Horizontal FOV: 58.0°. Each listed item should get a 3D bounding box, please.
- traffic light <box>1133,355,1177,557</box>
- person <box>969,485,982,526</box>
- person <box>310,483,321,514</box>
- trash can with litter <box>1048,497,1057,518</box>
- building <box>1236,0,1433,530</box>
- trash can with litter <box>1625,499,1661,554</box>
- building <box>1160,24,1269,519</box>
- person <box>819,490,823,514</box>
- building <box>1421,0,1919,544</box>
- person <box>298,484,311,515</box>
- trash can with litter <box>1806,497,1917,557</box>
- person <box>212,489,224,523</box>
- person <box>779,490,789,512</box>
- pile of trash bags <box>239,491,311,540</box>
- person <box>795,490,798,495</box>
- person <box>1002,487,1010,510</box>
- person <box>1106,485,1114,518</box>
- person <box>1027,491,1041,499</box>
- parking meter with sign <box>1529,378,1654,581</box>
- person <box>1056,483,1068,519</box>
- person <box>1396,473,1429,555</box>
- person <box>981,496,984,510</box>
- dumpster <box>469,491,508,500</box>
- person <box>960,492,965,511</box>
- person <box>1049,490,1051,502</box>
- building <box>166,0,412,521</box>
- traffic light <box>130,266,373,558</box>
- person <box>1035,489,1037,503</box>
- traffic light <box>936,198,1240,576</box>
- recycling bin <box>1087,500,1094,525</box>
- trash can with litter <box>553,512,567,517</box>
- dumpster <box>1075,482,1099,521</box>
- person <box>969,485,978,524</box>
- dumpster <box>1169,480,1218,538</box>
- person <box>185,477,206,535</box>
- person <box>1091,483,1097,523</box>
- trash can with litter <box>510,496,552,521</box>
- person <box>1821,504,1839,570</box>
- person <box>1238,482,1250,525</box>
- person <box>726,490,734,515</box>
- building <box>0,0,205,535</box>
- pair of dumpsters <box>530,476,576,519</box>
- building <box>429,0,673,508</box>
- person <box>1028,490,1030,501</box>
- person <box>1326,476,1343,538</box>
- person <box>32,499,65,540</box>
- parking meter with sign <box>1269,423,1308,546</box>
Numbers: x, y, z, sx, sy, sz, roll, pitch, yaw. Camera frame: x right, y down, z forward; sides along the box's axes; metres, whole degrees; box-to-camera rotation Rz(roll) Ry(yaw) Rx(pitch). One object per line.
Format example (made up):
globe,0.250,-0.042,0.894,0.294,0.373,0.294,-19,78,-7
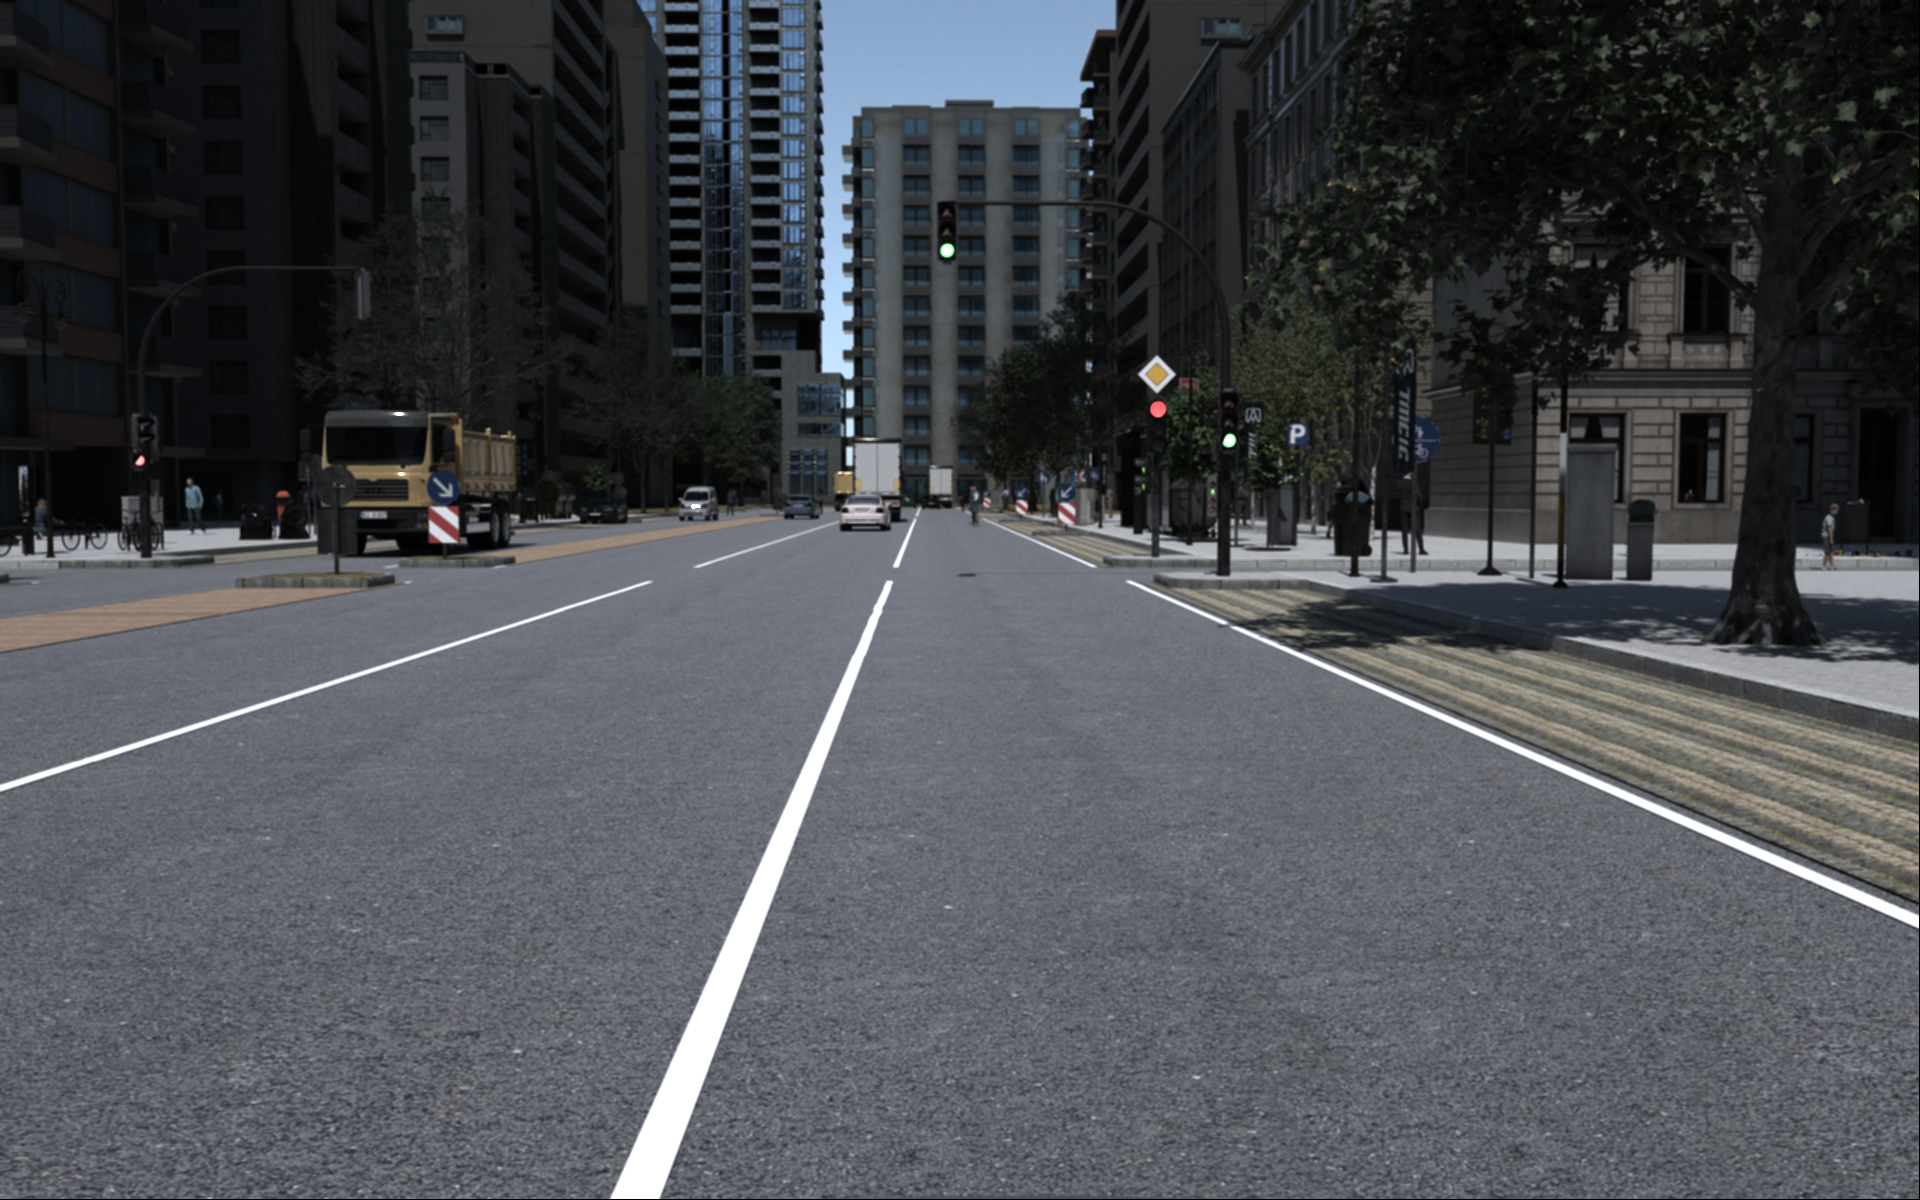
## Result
traffic light,3.949,-2.821,35.047,0.839,4.253,0.868,0,4,-1
person,0.689,-4.200,77.201,0.581,1.822,0.654,0,4,6
person,-28.556,-4.283,76.469,0.661,1.777,0.834,-1,4,-8
trash can with litter,5.391,-5.122,94.806,1.678,1.210,2.233,0,4,-1
building,20.096,-16.927,74.012,12.463,27.353,25.104,0,4,-1
trash can with litter,14.032,-1.482,35.619,0.624,1.170,1.055,2,4,27
building,19.908,-18.655,98.512,14.314,27.812,24.014,0,4,-1
person,-9.951,-6.964,123.037,0.721,1.739,1.217,0,4,-6
building,23.543,-11.252,48.595,19.286,19.102,10.561,0,4,-1
person,-28.440,-4.165,74.970,0.643,1.720,0.563,2,4,26
trash can with litter,18.802,-1.503,35.639,2.233,1.210,1.678,3,5,45
person,-32.918,-4.180,76.983,0.503,1.515,0.523,3,5,43
person,-14.104,-7.952,139.064,0.990,1.755,0.434,-1,4,-19
pile of trash bags,-19.799,-2.474,50.209,1.912,1.369,3.447,-1,4,-15
person,-11.627,-7.045,124.408,0.721,1.735,1.217,1,4,9
person,3.780,-8.378,142.887,0.709,1.838,0.599,-1,4,-13
person,7.975,-5.260,92.387,0.374,1.781,0.599,3,4,38
person,6.339,-8.678,147.945,1.348,1.822,0.705,-1,4,-23
parking meter with sign,9.458,-1.815,25.931,1.738,3.016,0.543,1,4,19
person,5.228,-5.099,89.278,0.638,1.841,0.748,0,4,-7
person,9.577,-1.916,36.729,0.648,1.900,0.474,3,5,40
person,1.900,-8.633,152.888,0.697,1.427,0.421,3,5,42
dumpster,-21.157,-4.578,77.350,1.502,2.255,1.985,0,4,-1
person,0.174,-8.136,142.987,0.415,1.643,0.593,0,4,4
person,9.327,-10.410,177.170,0.530,1.710,0.541,3,5,44
building,-36.313,-19.271,86.785,14.160,30.474,14.107,0,4,-1
traffic light,-14.218,-3.672,34.707,4.771,5.953,1.251,0,4,-1
person,7.684,-10.626,179.652,0.599,1.838,0.709,-1,4,-10
traffic light,2.018,-3.193,26.881,4.771,5.953,1.251,0,4,-1
recycling bin,5.160,-3.658,72.370,0.722,1.027,0.722,1,4,18
trash can with litter,-21.819,-5.095,94.685,0.624,1.170,1.055,1,4,18
dumpster,6.080,-4.751,83.439,1.264,1.857,1.865,0,4,-1
person,0.629,-4.547,82.654,0.447,1.846,0.655,-2,4,-25
dumpster,6.927,-2.780,51.210,1.264,1.857,1.865,0,4,-1
person,-24.207,-2.983,54.836,0.660,1.820,0.620,1,4,12
person,5.875,-4.340,77.335,0.599,1.781,0.374,-2,4,-27
trash can with litter,-20.593,-4.367,82.461,2.233,1.210,1.678,-1,4,-9
person,16.424,-1.193,32.683,0.332,1.250,0.352,-2,4,-26
person,11.653,-3.977,71.250,0.590,1.801,0.661,2,4,34
person,-15.544,-6.598,117.299,0.541,1.710,0.530,1,4,14
building,-39.478,-24.601,56.848,22.147,44.769,28.867,0,4,-1
pair of dumpsters,-21.019,-5.317,89.421,1.574,2.255,4.437,0,4,-1
building,-39.980,-33.214,166.755,21.600,48.544,21.300,0,4,-1
person,6.610,-9.693,165.447,0.530,1.710,0.541,1,4,22
person,10.980,-2.705,50.394,0.709,1.813,0.853,3,4,36
person,-25.882,-2.276,48.752,1.012,1.151,0.738,1,4,11
parking meter with sign,8.134,-2.881,43.363,0.543,3.016,1.738,-1,4,-9
